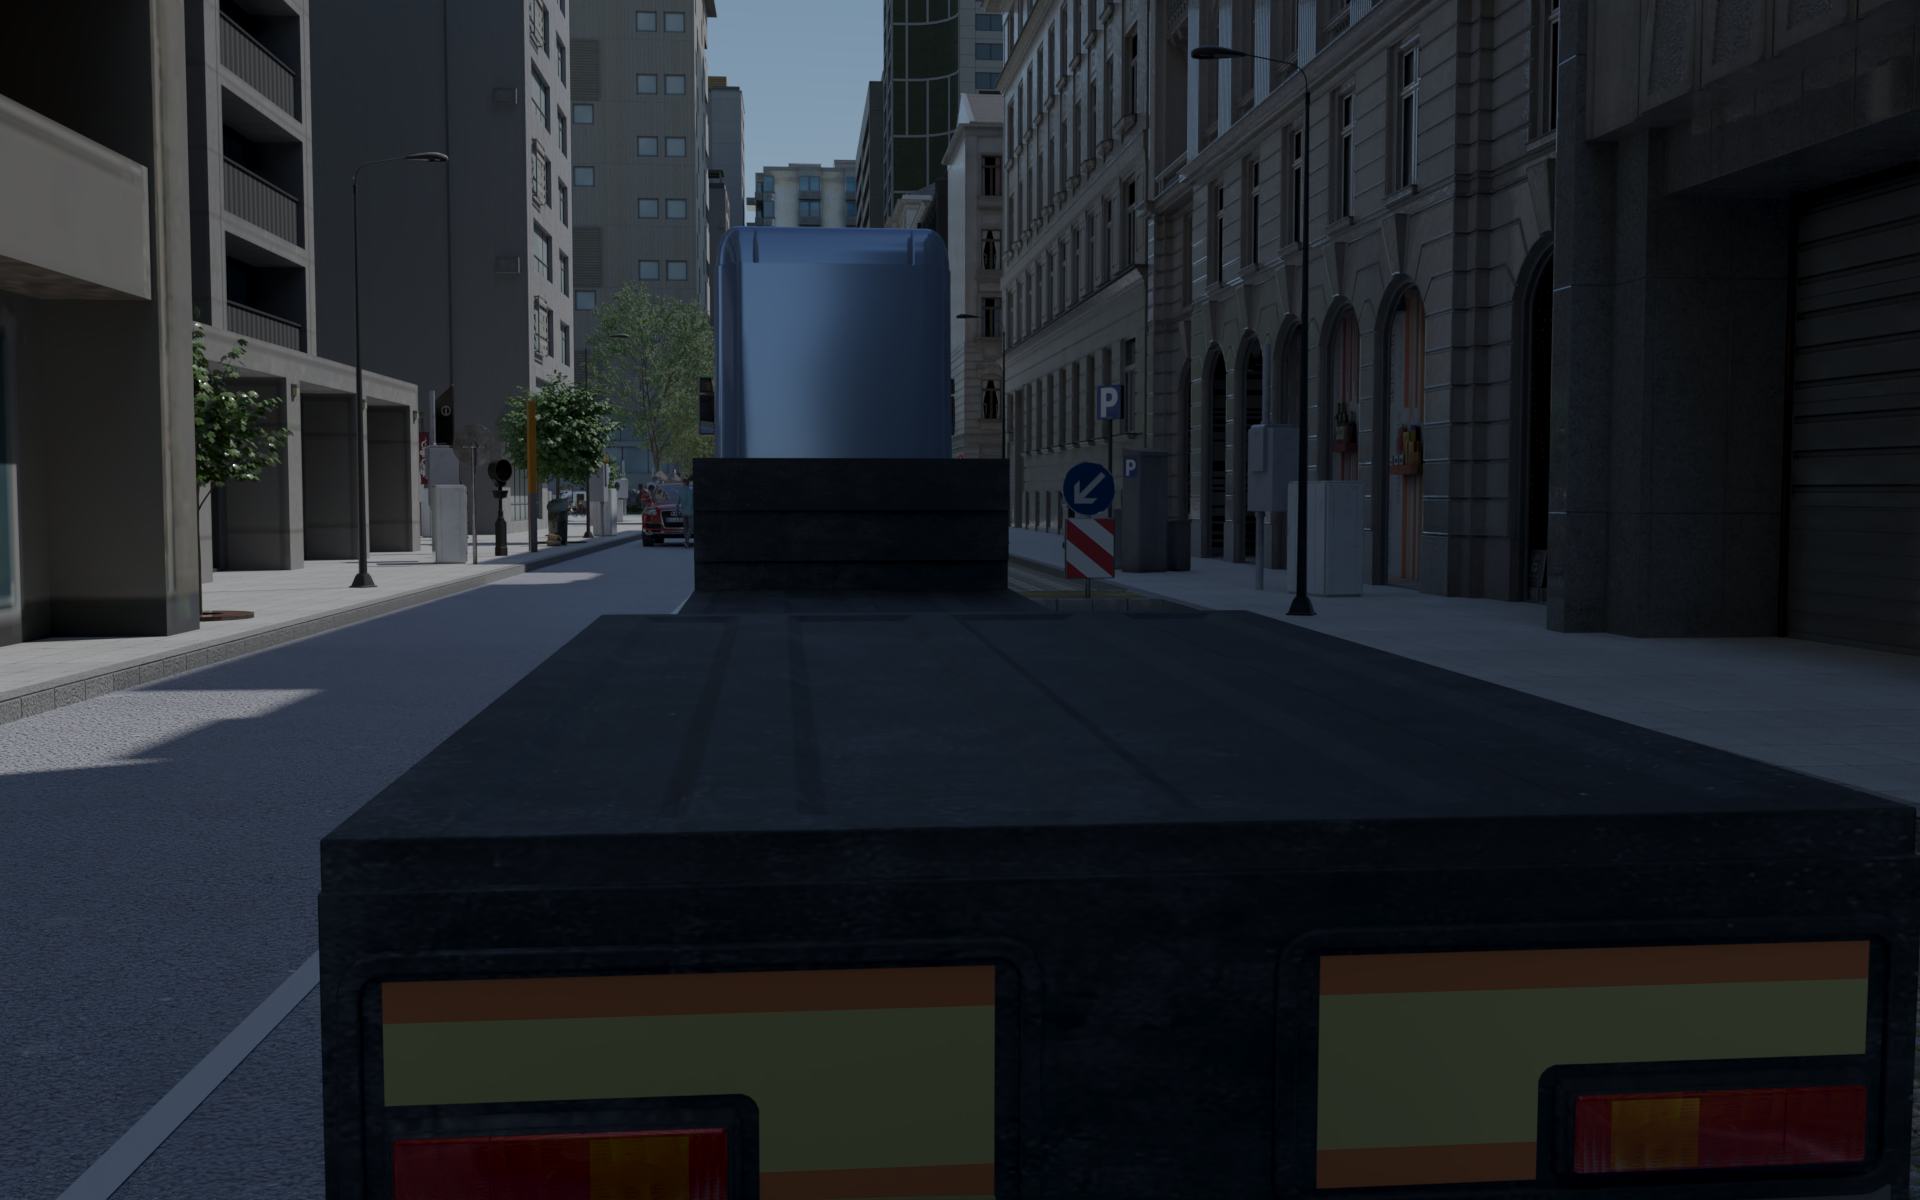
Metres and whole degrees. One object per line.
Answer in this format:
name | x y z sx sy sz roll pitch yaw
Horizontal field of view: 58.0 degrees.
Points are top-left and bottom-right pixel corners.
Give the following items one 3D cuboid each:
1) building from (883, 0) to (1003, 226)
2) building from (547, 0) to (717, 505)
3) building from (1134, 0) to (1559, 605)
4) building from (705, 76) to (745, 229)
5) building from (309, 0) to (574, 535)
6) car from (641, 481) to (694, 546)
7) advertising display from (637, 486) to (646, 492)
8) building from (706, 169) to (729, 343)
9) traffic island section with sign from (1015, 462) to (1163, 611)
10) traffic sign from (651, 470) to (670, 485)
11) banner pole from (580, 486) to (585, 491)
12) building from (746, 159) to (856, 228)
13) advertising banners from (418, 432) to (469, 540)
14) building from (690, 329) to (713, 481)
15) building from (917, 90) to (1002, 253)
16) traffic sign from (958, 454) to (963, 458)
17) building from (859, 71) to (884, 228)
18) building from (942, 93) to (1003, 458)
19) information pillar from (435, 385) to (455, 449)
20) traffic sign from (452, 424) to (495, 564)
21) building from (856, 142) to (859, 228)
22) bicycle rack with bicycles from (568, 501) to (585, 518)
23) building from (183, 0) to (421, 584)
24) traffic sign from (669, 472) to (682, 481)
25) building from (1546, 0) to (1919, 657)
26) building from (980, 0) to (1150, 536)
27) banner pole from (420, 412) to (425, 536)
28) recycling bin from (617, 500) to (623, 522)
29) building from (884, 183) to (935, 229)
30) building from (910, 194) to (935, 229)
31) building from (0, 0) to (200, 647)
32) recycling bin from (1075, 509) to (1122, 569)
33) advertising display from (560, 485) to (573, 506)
building | 0.823 -45.027 174.448 20.563 71.187 20.611 0 4 -5
building | -37.910 -35.201 164.771 28.713 52.752 27.495 0 4 -5
building | 11.227 -11.415 28.443 13.314 21.916 24.055 0 4 -5
building | -44.715 -43.090 246.512 28.212 58.520 21.231 0 4 -5
building | -20.958 -22.983 59.366 14.086 41.232 14.154 0 4 -5
car | -7.821 -2.474 49.116 2.281 1.827 5.304 0 4 -5
advertising display | -26.000 -8.319 141.226 0.974 1.923 0.123 3 5 42
building | -36.130 -32.744 218.952 14.086 41.232 14.154 0 4 -5
traffic island section with sign | 1.399 -0.812 21.912 1.989 1.847 2.006 0 4 -5
traffic sign | -12.233 -4.104 70.746 0.795 2.450 0.064 0 4 -5
banner pole | -30.463 -9.179 140.090 0.401 3.779 0.863 2 4 28
building | -15.361 -38.604 250.790 30.456 49.044 23.786 0 4 -5
advertising banners | -14.484 -3.194 48.413 2.074 3.025 0.090 2 4 34
building | -41.319 -21.344 194.015 27.650 21.520 28.899 0 4 -5
building | 4.131 -16.768 103.833 12.332 23.373 15.834 0 4 -5
traffic sign | 0.013 -3.427 56.029 0.884 2.594 0.081 0 4 -2
building | -0.002 -35.016 196.221 21.300 48.544 21.600 0 4 -5
building | 8.579 -14.532 86.742 18.267 20.994 9.793 0 4 -5
information pillar | -11.080 -2.806 37.225 0.504 3.616 0.183 0 4 5
traffic sign | -8.849 -1.922 31.529 0.768 2.556 0.104 0 4 -1
building | -2.030 -36.339 217.845 21.300 48.544 21.600 0 4 -5
bicycle rack with bicycles | -22.157 -5.003 95.176 2.852 0.926 2.925 -2 4 -32
building | -21.924 -36.286 31.528 20.563 71.187 20.611 0 4 -5
traffic sign | -12.985 -4.590 78.695 0.795 2.450 0.064 0 4 -5
building | 12.449 -11.515 6.289 12.078 24.808 19.932 0 4 -5
building | 10.244 -13.588 55.446 16.112 22.955 30.059 0 4 -5
banner pole | -16.534 -3.829 52.622 0.863 3.779 0.401 -2 4 -35
recycling bin | -15.815 -4.063 78.977 0.722 1.027 0.722 -2 4 -31
building | 1.034 -21.786 143.588 14.401 28.519 23.554 0 4 -5
building | 2.106 -17.930 122.040 11.050 23.489 19.941 0 4 -5
building | -16.828 -23.230 3.519 21.300 48.544 21.600 0 4 -5
recycling bin | 2.439 -1.057 29.843 0.722 1.027 0.722 2 4 28
advertising display | -28.197 -7.275 124.165 0.974 1.923 0.123 1 4 14
